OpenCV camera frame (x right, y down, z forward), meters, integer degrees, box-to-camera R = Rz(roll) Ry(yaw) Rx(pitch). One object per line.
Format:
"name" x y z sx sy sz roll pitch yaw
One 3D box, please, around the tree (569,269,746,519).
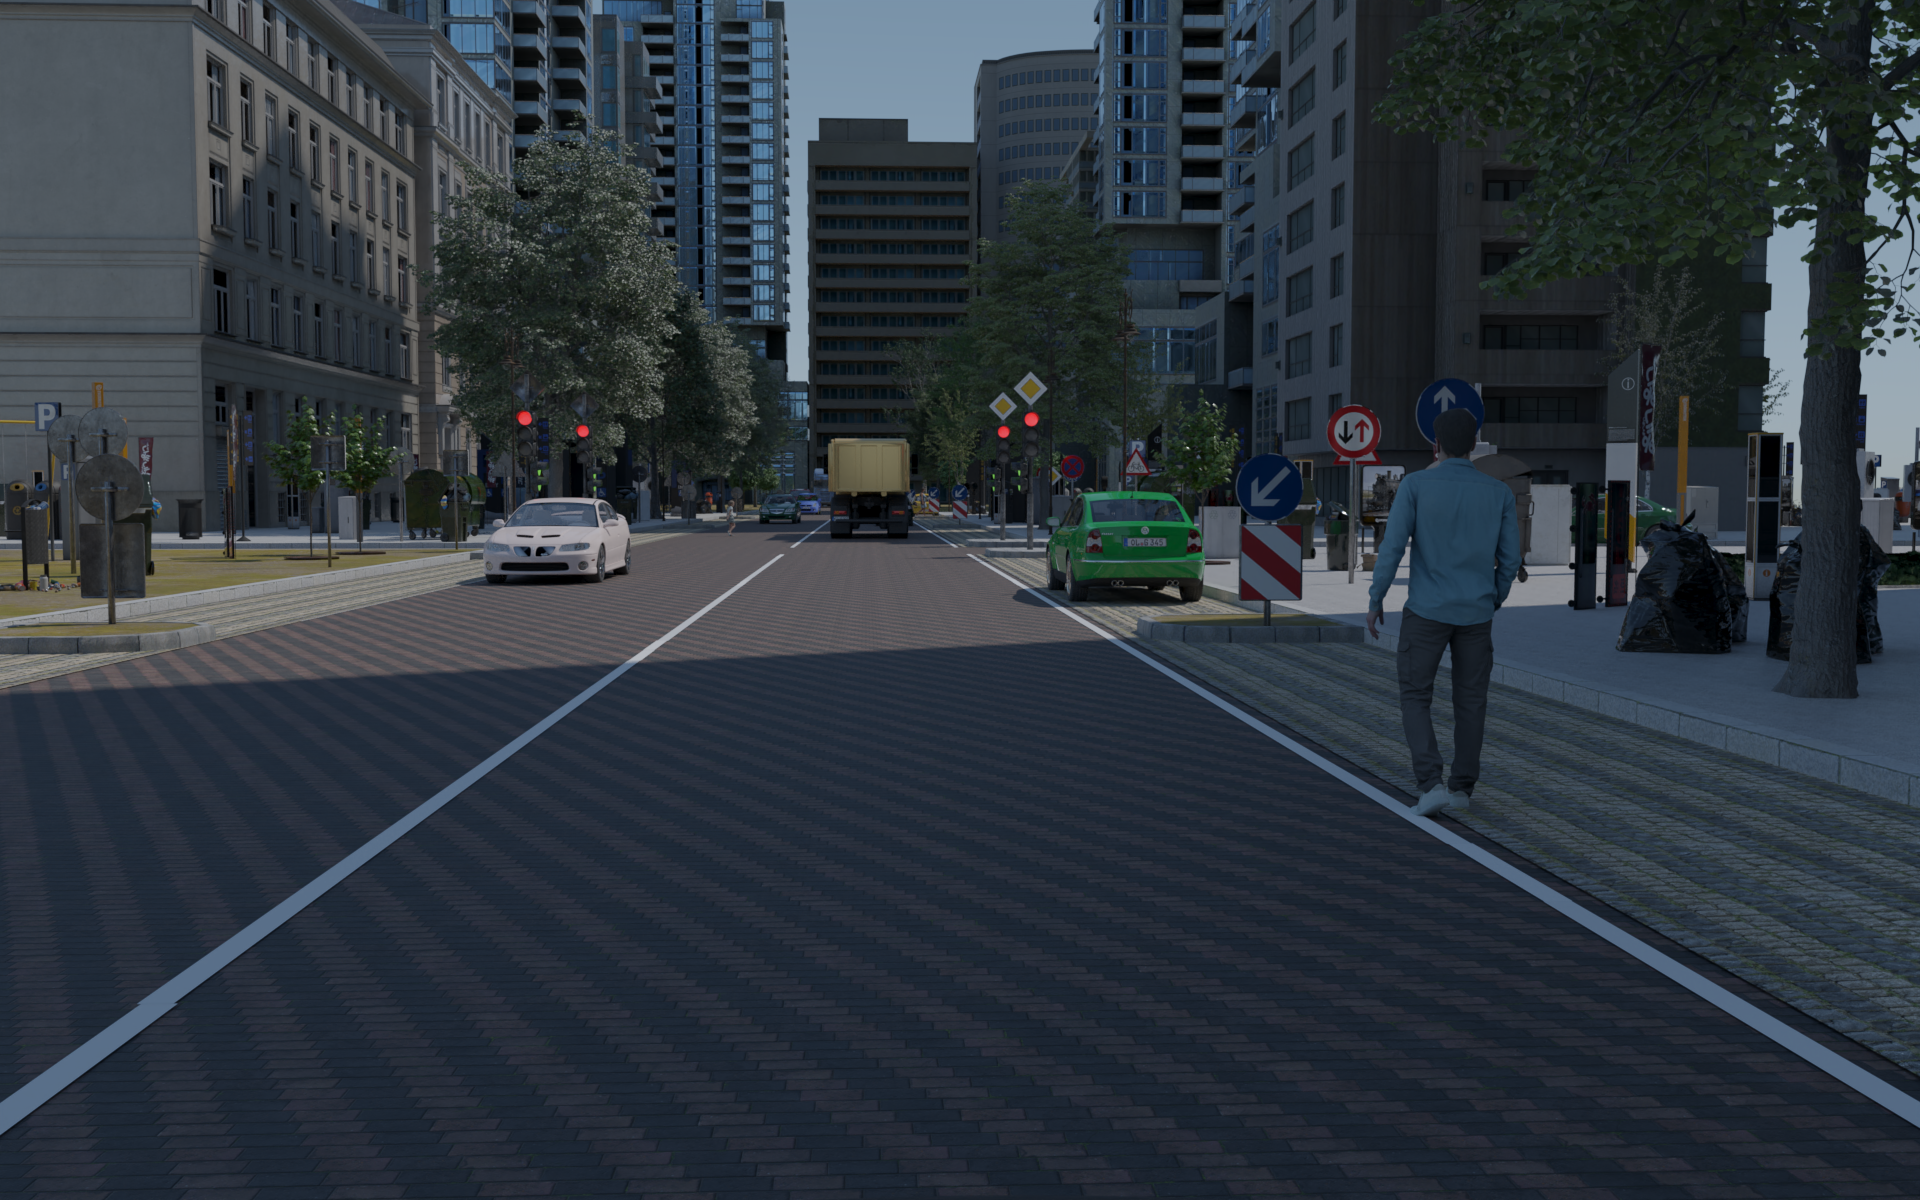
"tree" -15.778 -10.501 88.703 9.611 12.733 9.660 0 3 0

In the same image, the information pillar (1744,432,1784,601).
"information pillar" 9.661 -0.999 20.823 0.304 2.012 0.304 0 4 4

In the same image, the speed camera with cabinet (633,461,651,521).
"speed camera with cabinet" -15.595 -5.396 82.554 2.038 3.252 0.660 3 5 45

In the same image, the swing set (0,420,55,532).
"swing set" -20.655 -2.378 36.506 3.119 2.851 2.862 -3 5 -41

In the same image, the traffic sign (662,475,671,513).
"traffic sign" -19.225 -7.001 114.465 0.884 2.594 0.081 0 4 -2

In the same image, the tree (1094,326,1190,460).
"tree" 7.734 -7.600 74.615 4.737 8.622 4.395 0 3 0

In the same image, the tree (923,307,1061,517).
"tree" 1.811 -10.365 95.224 9.928 11.665 9.643 0 3 0

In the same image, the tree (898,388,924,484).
"tree" -1.920 -14.949 162.550 7.486 12.596 7.792 0 3 0

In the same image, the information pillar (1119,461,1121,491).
"information pillar" 11.331 -8.049 122.961 0.183 3.616 0.504 0 4 -2

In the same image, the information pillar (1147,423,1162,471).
"information pillar" 6.422 -4.021 57.098 0.504 3.616 0.183 0 4 -5

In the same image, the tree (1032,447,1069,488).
"tree" 6.293 -8.302 119.455 4.285 4.588 4.351 0 3 0

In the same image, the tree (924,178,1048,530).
"tree" 3.400 -8.824 62.399 7.486 12.596 7.792 0 3 0

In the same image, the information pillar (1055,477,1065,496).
"information pillar" 5.197 -5.165 88.940 0.304 2.012 0.304 1 4 22

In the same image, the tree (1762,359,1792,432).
"tree" 29.968 -7.197 68.030 4.737 8.622 4.395 0 3 0

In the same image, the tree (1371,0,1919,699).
"tree" 5.817 -5.678 10.969 7.486 12.596 7.792 0 3 0

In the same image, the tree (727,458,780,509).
"tree" -18.759 -10.148 149.627 4.285 4.588 4.351 0 3 0

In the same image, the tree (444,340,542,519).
"tree" -21.146 -7.906 79.633 4.737 8.622 4.395 0 3 0

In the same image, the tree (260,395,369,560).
"tree" -12.876 -2.405 33.927 1.663 3.219 1.824 0 3 0

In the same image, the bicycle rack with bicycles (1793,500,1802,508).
"bicycle rack with bicycles" 54.771 -6.026 111.906 2.925 0.926 2.852 -3 5 -39

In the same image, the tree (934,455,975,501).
"tree" -0.251 -8.857 128.528 4.285 4.588 4.351 0 3 0

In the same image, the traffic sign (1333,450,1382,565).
"traffic sign" 7.164 -1.913 31.285 0.884 2.594 0.081 0 4 1

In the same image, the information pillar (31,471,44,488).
"information pillar" -28.989 -3.057 54.474 0.304 2.012 0.304 -3 4 -37

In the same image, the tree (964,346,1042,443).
"tree" 2.382 -8.202 84.466 4.360 8.622 3.978 0 3 0

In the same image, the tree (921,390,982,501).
"tree" -0.263 -10.104 115.560 4.737 8.622 4.395 0 3 0

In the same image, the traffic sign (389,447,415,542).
"traffic sign" -15.094 -2.852 46.736 0.768 2.556 0.104 0 4 3

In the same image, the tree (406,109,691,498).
"tree" -13.901 -9.317 58.996 9.857 13.997 8.962 0 3 0

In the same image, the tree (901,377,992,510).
"tree" -0.827 -12.497 138.734 7.601 10.594 8.767 1 4 19

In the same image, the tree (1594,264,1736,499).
"tree" 22.103 -6.407 55.123 4.360 8.622 3.978 0 3 0

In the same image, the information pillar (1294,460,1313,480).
"information pillar" 7.409 -2.015 37.430 0.304 2.012 0.304 -1 4 -19

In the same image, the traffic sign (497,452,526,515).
"traffic sign" -13.813 -3.261 53.316 0.884 2.594 0.081 0 4 -2

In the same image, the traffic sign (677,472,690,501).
"traffic sign" -15.534 -5.946 97.327 0.768 2.556 0.104 0 4 6

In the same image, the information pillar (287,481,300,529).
"information pillar" -24.214 -3.571 62.877 0.304 2.012 0.304 2 4 34

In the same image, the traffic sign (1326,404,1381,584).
"traffic sign" 5.602 -1.506 24.726 0.768 2.556 0.104 0 4 4

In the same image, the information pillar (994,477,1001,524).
"information pillar" 1.643 -4.217 73.437 0.304 2.012 0.304 -3 5 -44

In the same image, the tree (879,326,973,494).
"tree" -2.961 -20.640 193.356 12.611 20.169 13.585 0 3 0

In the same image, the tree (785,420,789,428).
"tree" -16.940 -13.158 121.781 9.857 13.997 8.962 0 3 0

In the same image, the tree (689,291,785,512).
"tree" -16.487 -12.156 105.413 9.857 13.997 8.962 0 3 0

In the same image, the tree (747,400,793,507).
"tree" -19.923 -14.737 166.707 9.928 11.665 9.643 0 3 0

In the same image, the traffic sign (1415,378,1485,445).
"traffic sign" 5.385 -1.164 19.135 0.768 2.556 0.104 0 4 -3

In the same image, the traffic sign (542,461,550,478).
"traffic sign" -15.777 -4.088 66.950 0.768 2.556 0.104 0 4 6

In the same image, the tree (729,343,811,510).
"tree" -17.580 -13.953 138.507 12.009 13.543 11.850 0 3 0

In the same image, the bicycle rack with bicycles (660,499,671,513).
"bicycle rack with bicycles" -20.247 -6.461 119.018 2.852 0.926 2.925 3 5 42

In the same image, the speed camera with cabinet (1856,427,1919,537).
"speed camera with cabinet" 27.642 -3.494 51.460 2.038 3.252 0.660 2 4 24

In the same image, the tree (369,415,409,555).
"tree" -12.885 -2.585 36.870 1.663 3.219 1.824 0 3 0

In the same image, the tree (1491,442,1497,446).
"tree" 16.567 -3.744 55.813 1.663 3.219 1.824 0 3 0

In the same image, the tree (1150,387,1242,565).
"tree" 4.305 -2.266 31.655 1.663 3.219 1.824 0 3 0

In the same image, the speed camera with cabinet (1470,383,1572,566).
"speed camera with cabinet" 9.929 -2.255 31.212 2.038 3.252 0.660 0 4 -1

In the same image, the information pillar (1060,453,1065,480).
"information pillar" 5.897 -6.626 99.685 0.183 3.616 0.504 2 4 34
